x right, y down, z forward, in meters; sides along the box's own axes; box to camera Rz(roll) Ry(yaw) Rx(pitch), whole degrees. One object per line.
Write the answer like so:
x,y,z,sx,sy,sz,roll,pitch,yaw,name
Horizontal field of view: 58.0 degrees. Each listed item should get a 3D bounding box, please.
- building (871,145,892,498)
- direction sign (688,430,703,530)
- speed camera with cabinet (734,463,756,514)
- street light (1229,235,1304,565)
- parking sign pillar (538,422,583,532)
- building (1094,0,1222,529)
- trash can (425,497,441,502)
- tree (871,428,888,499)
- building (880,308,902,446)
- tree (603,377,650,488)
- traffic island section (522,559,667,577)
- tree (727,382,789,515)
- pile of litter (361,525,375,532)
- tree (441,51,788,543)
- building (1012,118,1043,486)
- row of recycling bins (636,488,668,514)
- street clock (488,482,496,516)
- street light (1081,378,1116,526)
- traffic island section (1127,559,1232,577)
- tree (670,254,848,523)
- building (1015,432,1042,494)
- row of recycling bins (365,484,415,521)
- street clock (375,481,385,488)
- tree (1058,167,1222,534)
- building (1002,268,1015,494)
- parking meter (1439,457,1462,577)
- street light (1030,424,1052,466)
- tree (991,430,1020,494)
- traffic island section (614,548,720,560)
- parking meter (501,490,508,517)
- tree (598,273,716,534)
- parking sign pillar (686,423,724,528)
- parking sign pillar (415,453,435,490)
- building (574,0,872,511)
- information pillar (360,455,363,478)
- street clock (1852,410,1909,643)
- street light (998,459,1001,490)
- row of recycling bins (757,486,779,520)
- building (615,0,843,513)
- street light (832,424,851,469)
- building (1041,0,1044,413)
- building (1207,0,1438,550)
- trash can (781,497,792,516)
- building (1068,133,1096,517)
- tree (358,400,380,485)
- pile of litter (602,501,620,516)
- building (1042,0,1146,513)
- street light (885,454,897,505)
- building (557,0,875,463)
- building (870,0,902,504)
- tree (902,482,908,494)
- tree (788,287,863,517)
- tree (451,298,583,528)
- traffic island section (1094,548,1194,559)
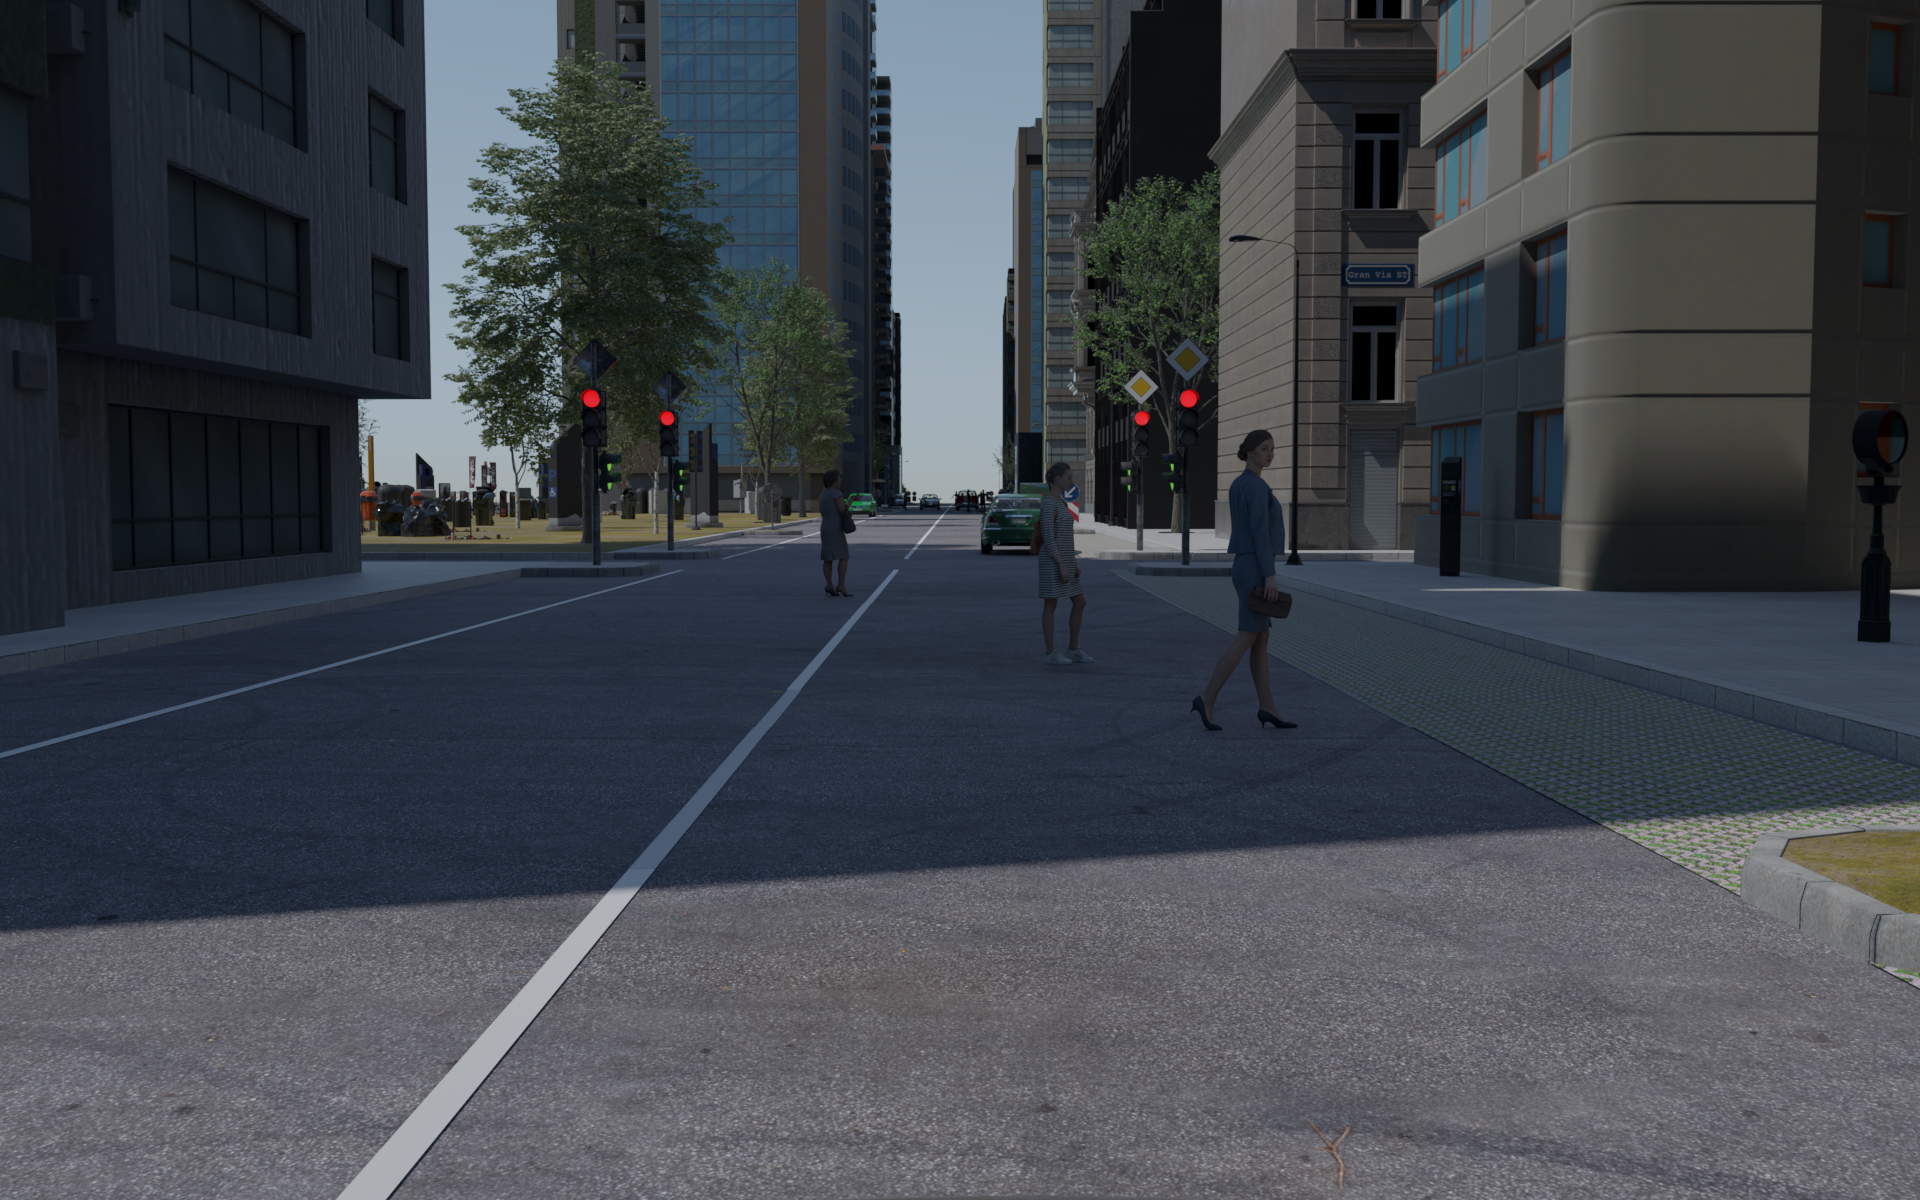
-19.807,-34.112,212.355,22.147,44.769,28.867,0,3,0,building
-9.420,-4.266,61.739,0.379,3.537,0.876,2,4,24,direction sign
-13.659,-7.145,111.163,0.660,3.252,2.038,2,4,34,speed camera with cabinet
5.513,-3.588,31.198,1.470,5.913,1.316,0,3,0,street light
-13.647,-4.366,59.854,1.447,3.967,1.447,2,4,28,parking sign pillar
12.260,-14.715,70.261,12.332,23.373,15.834,0,3,0,building
-23.845,-4.080,78.369,0.748,1.137,0.748,0,3,0,trash can
-9.628,-14.678,190.349,4.737,8.622,4.395,0,3,0,tree
-16.219,-30.182,265.179,14.160,30.474,14.107,0,3,0,building
-18.808,-8.957,96.811,4.737,8.622,4.395,0,3,0,tree
-6.592,-0.554,31.337,2.009,0.180,2.903,0,3,0,traffic island section
-12.473,-9.552,106.533,4.360,8.622,3.978,0,3,0,tree
-20.544,-2.722,58.467,1.719,0.858,1.176,2,4,34,pile of litter
-9.283,-7.760,45.006,7.486,12.596,7.792,0,3,0,tree
13.613,-34.052,206.868,14.600,45.320,14.200,0,3,0,building
-20.291,-6.466,112.830,3.534,1.692,1.069,1,4,12,row of recycling bins
-27.397,-5.934,101.594,0.471,2.002,0.358,-1,4,-11,street clock
5.540,-5.916,69.270,1.470,5.913,1.316,0,3,0,street light
4.100,-0.553,31.326,2.009,0.180,2.903,0,3,0,traffic island section
-8.666,-9.227,76.612,9.928,11.665,9.643,0,3,0,tree
17.220,-52.632,173.206,22.319,86.520,31.000,0,3,0,building
-28.232,-4.725,84.364,1.069,1.692,3.534,2,4,34,row of recycling bins
-32.794,-5.680,97.434,0.471,2.002,0.358,-1,4,-12,street clock
7.065,-7.975,56.148,9.928,11.665,9.643,0,3,0,tree
12.917,-27.525,221.736,14.160,30.474,14.107,0,3,0,building
7.656,-1.303,27.021,0.255,1.863,0.399,2,4,27,parking meter
5.503,-8.673,114.342,1.470,5.913,1.316,0,3,0,street light
5.994,-15.148,198.029,4.360,8.622,3.978,0,3,0,tree
-6.587,-1.042,39.322,2.009,0.180,2.903,0,3,0,traffic island section
-25.499,-5.417,96.974,0.372,1.533,0.369,0,3,0,parking meter
-9.854,-6.451,55.842,4.360,8.622,3.978,0,3,0,tree
-9.807,-4.767,66.411,1.447,3.967,1.447,-3,5,-42,parking sign pillar
-35.149,-7.668,113.845,1.447,3.967,1.447,2,4,24,parking sign pillar
-18.602,-36.772,143.219,21.231,58.520,28.212,0,3,0,building
-35.970,-6.869,103.665,0.183,3.616,0.504,3,4,37,information pillar
7.944,-0.638,14.994,0.471,2.002,0.358,-2,4,-30,street clock
5.657,-15.746,229.987,1.470,5.913,1.316,0,3,0,street light
-9.553,-4.809,85.736,1.069,1.692,3.534,-1,4,-11,row of recycling bins
-15.765,-28.889,122.453,14.600,45.320,14.200,0,3,0,building
-7.939,-8.752,115.636,1.470,5.913,1.316,0,3,0,street light
20.823,-33.953,144.370,28.713,52.752,27.495,0,3,0,building
19.599,-15.104,44.209,25.104,27.353,12.463,0,3,0,building
-10.103,-5.444,100.654,0.748,1.137,0.748,0,3,0,trash can
13.348,-16.947,96.166,14.460,24.649,34.723,0,3,0,building
-35.582,-9.184,100.525,4.360,8.622,3.978,0,3,0,tree
-20.974,-5.491,103.742,1.176,0.858,1.719,-2,4,-26,pile of litter
12.880,-26.927,123.857,14.154,41.232,14.086,0,3,0,building
-7.954,-13.837,198.780,1.470,5.913,1.316,0,3,0,street light
-23.307,-35.618,171.588,28.713,52.752,27.495,0,3,0,building
-19.087,-56.776,240.958,22.319,86.520,31.000,0,3,0,building
-9.019,-17.086,273.957,1.663,3.219,1.824,0,3,0,tree
-8.923,-10.829,95.186,7.486,12.596,7.792,0,3,0,tree
-16.617,-6.979,64.474,4.360,8.622,3.978,0,3,0,tree
4.104,-1.042,39.311,2.009,0.180,2.903,0,3,0,traffic island section
